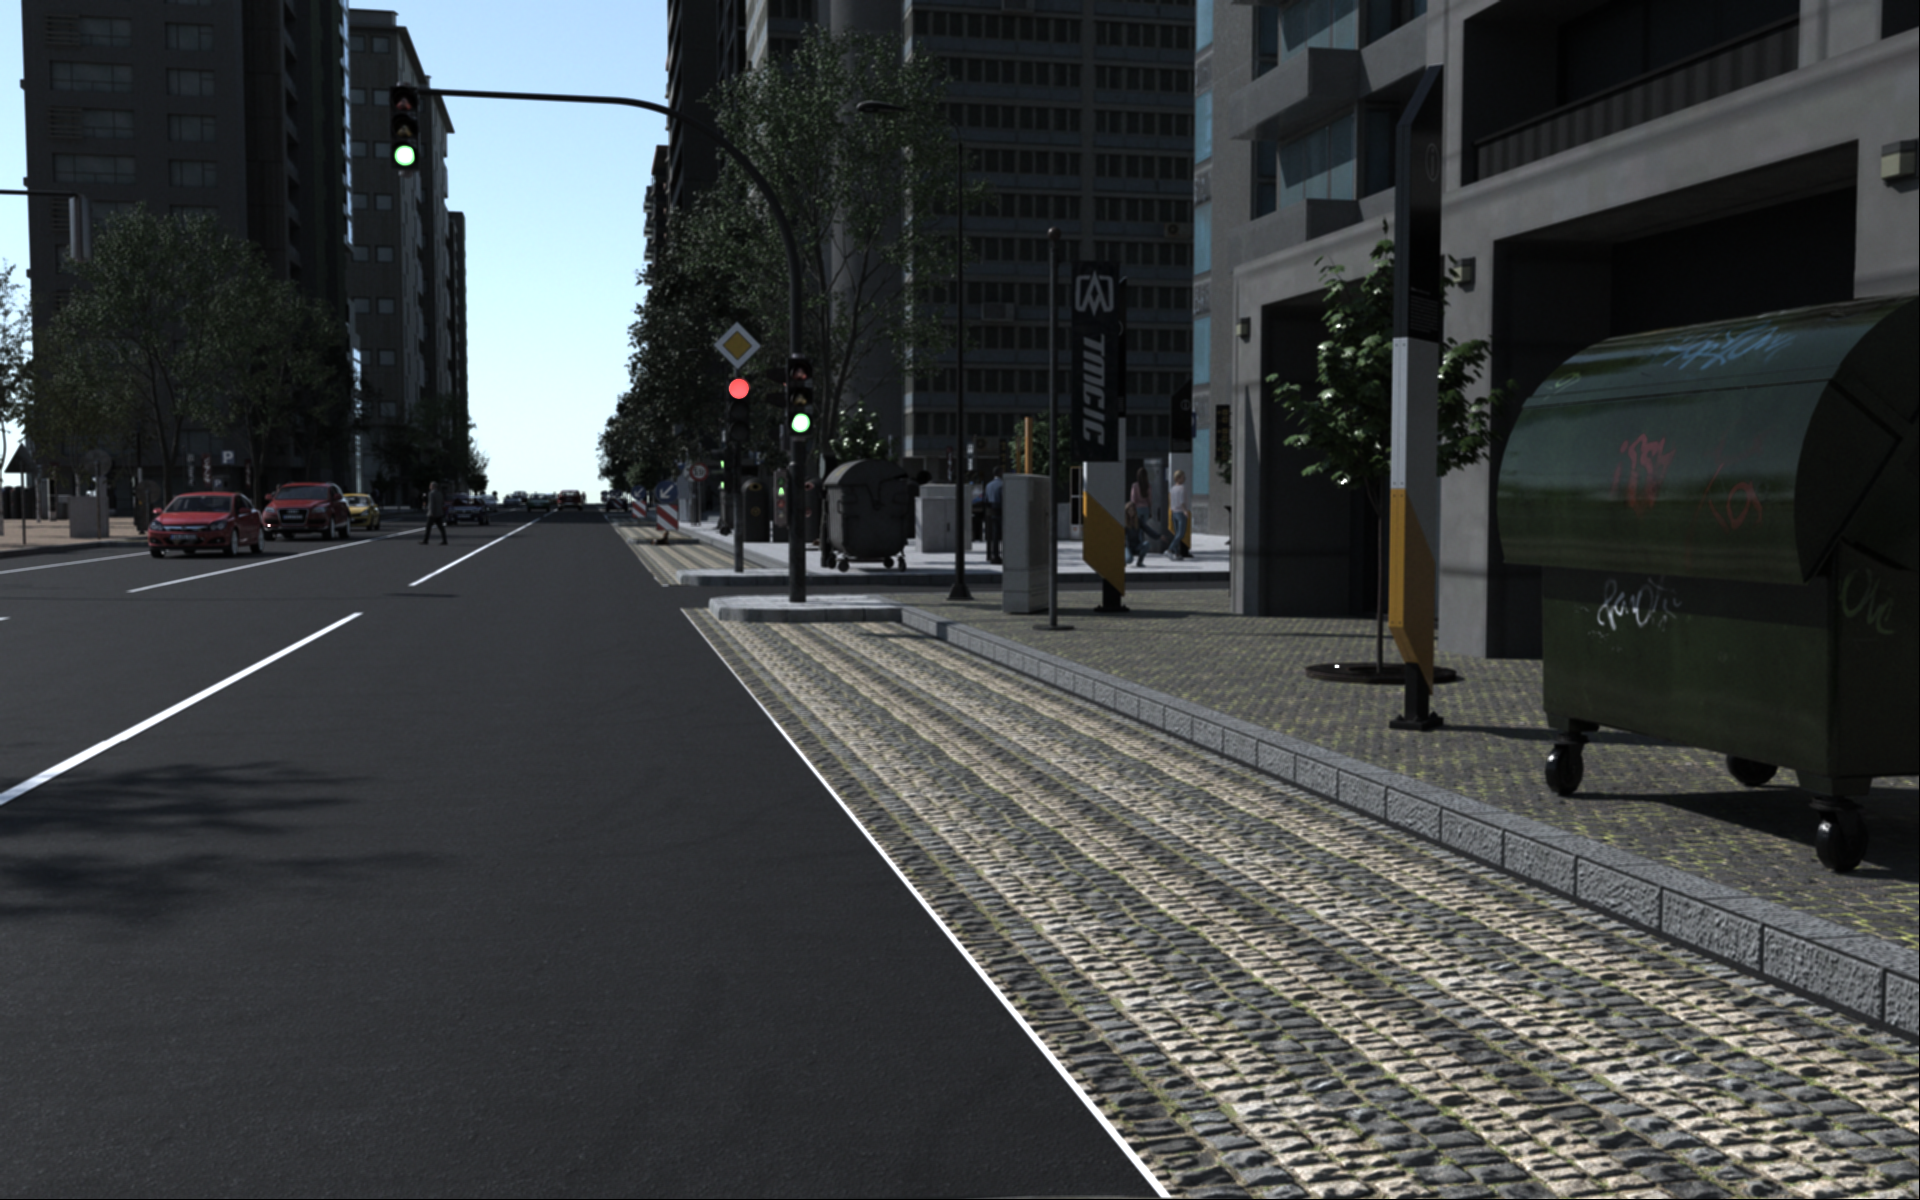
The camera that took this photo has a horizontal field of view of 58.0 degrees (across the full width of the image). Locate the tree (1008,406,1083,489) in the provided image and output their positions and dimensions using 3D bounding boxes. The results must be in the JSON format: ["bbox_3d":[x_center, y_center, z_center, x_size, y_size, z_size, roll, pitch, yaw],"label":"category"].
[{"bbox_3d":[3.320,-4.952,64.687,4.285,4.588,4.351,0,3,0],"label":"tree"}]

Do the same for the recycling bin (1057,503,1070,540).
[{"bbox_3d":[2.862,-2.188,48.324,0.722,1.027,0.722,-2,4,-25],"label":"recycling bin"}]

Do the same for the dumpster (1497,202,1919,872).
[{"bbox_3d":[3.230,-0.255,6.667,1.502,2.255,1.985,-1,4,-12],"label":"dumpster"}]

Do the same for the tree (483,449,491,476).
[{"bbox_3d":[-61.604,-16.439,219.140,4.360,8.622,3.978,0,3,0],"label":"tree"}]

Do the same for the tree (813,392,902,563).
[{"bbox_3d":[-1.959,-2.329,32.688,1.663,3.219,1.824,0,3,0],"label":"tree"}]

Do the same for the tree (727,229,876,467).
[{"bbox_3d":[-4.537,-5.972,47.999,4.360,8.622,3.978,0,3,0],"label":"tree"}]

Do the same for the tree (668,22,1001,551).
[{"bbox_3d":[-2.910,-6.915,38.817,9.928,11.665,9.643,0,3,0],"label":"tree"}]

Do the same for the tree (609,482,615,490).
[{"bbox_3d":[-49.165,-16.349,251.017,4.285,4.588,4.351,0,3,0],"label":"tree"}]

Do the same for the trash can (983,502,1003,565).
[{"bbox_3d":[0.787,-1.221,31.620,0.748,1.137,0.748,0,3,0],"label":"trash can"}]

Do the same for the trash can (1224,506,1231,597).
[{"bbox_3d":[3.490,-0.539,20.466,0.748,1.137,0.748,0,3,0],"label":"trash can"}]

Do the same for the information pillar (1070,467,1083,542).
[{"bbox_3d":[3.188,-2.594,46.908,0.304,2.012,0.304,2,4,30],"label":"information pillar"}]

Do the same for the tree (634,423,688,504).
[{"bbox_3d":[-21.066,-10.467,121.505,4.360,8.622,3.978,0,3,0],"label":"tree"}]

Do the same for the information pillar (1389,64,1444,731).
[{"bbox_3d":[2.469,-1.102,9.367,0.183,3.616,0.504,2,4,35],"label":"information pillar"}]

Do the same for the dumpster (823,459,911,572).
[{"bbox_3d":[-1.556,-1.428,29.106,1.264,1.857,1.865,-1,4,-12],"label":"dumpster"}]

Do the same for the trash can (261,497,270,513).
[{"bbox_3d":[-38.240,-5.106,95.137,0.748,1.137,0.748,0,3,0],"label":"trash can"}]

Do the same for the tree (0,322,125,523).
[{"bbox_3d":[-41.225,-7.786,77.657,4.737,8.622,4.395,0,3,0],"label":"tree"}]

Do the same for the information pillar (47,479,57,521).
[{"bbox_3d":[-43.325,-4.780,82.643,0.304,2.012,0.304,-3,4,-39],"label":"information pillar"}]

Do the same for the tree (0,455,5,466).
[{"bbox_3d":[-24.552,-2.938,42.637,1.663,3.219,1.824,0,3,0],"label":"tree"}]

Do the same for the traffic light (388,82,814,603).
[{"bbox_3d":[-3.985,-2.766,19.884,4.771,5.953,1.251,-1,4,-12],"label":"traffic light"}]

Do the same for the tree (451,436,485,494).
[{"bbox_3d":[-59.227,-15.752,207.903,4.737,8.622,4.395,0,3,0],"label":"tree"}]

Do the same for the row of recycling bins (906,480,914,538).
[{"bbox_3d":[-1.912,-2.651,50.452,3.534,1.692,1.069,-1,4,-10],"label":"row of recycling bins"}]

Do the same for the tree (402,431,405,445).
[{"bbox_3d":[-32.317,-9.416,79.709,9.928,11.665,9.643,0,3,0],"label":"tree"}]

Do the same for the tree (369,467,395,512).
[{"bbox_3d":[-41.276,-7.862,123.147,1.663,3.219,1.824,0,3,0],"label":"tree"}]

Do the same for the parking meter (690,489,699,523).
[{"bbox_3d":[-11.761,-4.174,76.653,0.372,1.533,0.369,0,3,0],"label":"parking meter"}]

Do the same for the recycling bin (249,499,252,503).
[{"bbox_3d":[-37.894,-4.836,91.618,0.722,1.027,0.722,-3,5,-40],"label":"recycling bin"}]

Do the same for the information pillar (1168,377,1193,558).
[{"bbox_3d":[4.436,-2.656,34.776,0.504,3.616,0.183,-1,4,-22],"label":"information pillar"}]

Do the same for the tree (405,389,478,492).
[{"bbox_3d":[-51.422,-14.992,170.879,9.928,11.665,9.643,0,3,0],"label":"tree"}]

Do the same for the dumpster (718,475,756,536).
[{"bbox_3d":[-6.803,-2.932,53.694,1.264,1.857,1.865,-1,4,-12],"label":"dumpster"}]

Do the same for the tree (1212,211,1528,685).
[{"bbox_3d":[2.825,-1.065,12.007,1.663,3.219,1.824,0,3,0],"label":"tree"}]

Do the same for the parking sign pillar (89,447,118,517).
[{"bbox_3d":[-47.377,-6.556,95.658,1.447,3.967,1.447,-1,4,-12],"label":"parking sign pillar"}]

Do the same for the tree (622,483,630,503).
[{"bbox_3d":[-45.625,-14.938,238.843,1.663,3.219,1.824,0,3,0],"label":"tree"}]

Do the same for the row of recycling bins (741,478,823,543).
[{"bbox_3d":[-4.211,-2.361,45.715,3.534,1.692,1.069,2,4,23],"label":"row of recycling bins"}]

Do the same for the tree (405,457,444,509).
[{"bbox_3d":[-47.515,-10.403,153.807,4.285,4.588,4.351,0,3,0],"label":"tree"}]

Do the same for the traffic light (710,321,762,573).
[{"bbox_3d":[-3.643,-2.407,28.269,0.839,4.253,0.868,-1,4,-12],"label":"traffic light"}]

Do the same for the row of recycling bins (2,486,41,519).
[{"bbox_3d":[-48.492,-4.990,88.697,3.534,1.692,1.069,2,4,23],"label":"row of recycling bins"}]

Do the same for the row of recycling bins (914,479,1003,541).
[{"bbox_3d":[0.627,-2.512,48.186,3.534,1.692,1.069,1,4,18],"label":"row of recycling bins"}]

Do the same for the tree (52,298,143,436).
[{"bbox_3d":[-33.506,-7.081,66.135,4.737,8.622,4.395,0,3,0],"label":"tree"}]

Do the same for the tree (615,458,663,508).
[{"bbox_3d":[-29.851,-10.997,163.515,4.285,4.588,4.351,0,3,0],"label":"tree"}]

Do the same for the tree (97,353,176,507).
[{"bbox_3d":[-41.776,-8.394,87.604,4.360,8.622,3.978,0,3,0],"label":"tree"}]

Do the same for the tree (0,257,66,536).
[{"bbox_3d":[-29.790,-6.281,53.055,4.360,8.622,3.978,0,3,0],"label":"tree"}]

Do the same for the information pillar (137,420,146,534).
[{"bbox_3d":[-26.029,-3.892,54.994,0.183,3.616,0.504,-1,4,-21],"label":"information pillar"}]

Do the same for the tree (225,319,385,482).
[{"bbox_3d":[-35.238,-9.703,93.062,8.767,10.594,7.601,-1,4,-15],"label":"tree"}]

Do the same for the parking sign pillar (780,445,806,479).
[{"bbox_3d":[-7.025,-5.097,71.801,1.447,3.967,1.447,-3,5,-39],"label":"parking sign pillar"}]

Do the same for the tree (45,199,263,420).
[{"bbox_3d":[-27.679,-8.244,60.541,9.928,11.665,9.643,0,3,0],"label":"tree"}]

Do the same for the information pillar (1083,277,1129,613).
[{"bbox_3d":[1.577,-1.675,18.734,0.504,3.616,0.183,-1,4,-22],"label":"information pillar"}]

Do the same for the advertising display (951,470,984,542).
[{"bbox_3d":[0.208,-2.525,46.490,0.974,1.923,0.123,-2,4,-30],"label":"advertising display"}]

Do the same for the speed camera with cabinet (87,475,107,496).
[{"bbox_3d":[-45.859,-5.972,91.980,0.660,3.252,2.038,-3,4,-39],"label":"speed camera with cabinet"}]

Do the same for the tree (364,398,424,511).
[{"bbox_3d":[-43.058,-11.104,131.919,4.360,8.622,3.978,0,3,0],"label":"tree"}]

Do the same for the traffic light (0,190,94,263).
[{"bbox_3d":[-15.457,-3.124,25.751,4.771,5.953,1.251,-1,4,-12],"label":"traffic light"}]

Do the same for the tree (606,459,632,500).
[{"bbox_3d":[-38.963,-15.352,201.365,4.737,8.622,4.395,0,3,0],"label":"tree"}]

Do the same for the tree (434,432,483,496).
[{"bbox_3d":[-56.218,-14.820,192.667,4.360,8.622,3.978,0,3,0],"label":"tree"}]

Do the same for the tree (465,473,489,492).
[{"bbox_3d":[-65.407,-15.360,234.841,4.285,4.588,4.351,0,3,0],"label":"tree"}]

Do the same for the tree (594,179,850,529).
[{"bbox_3d":[-8.425,-8.940,63.177,9.611,12.733,9.660,0,3,0],"label":"tree"}]
